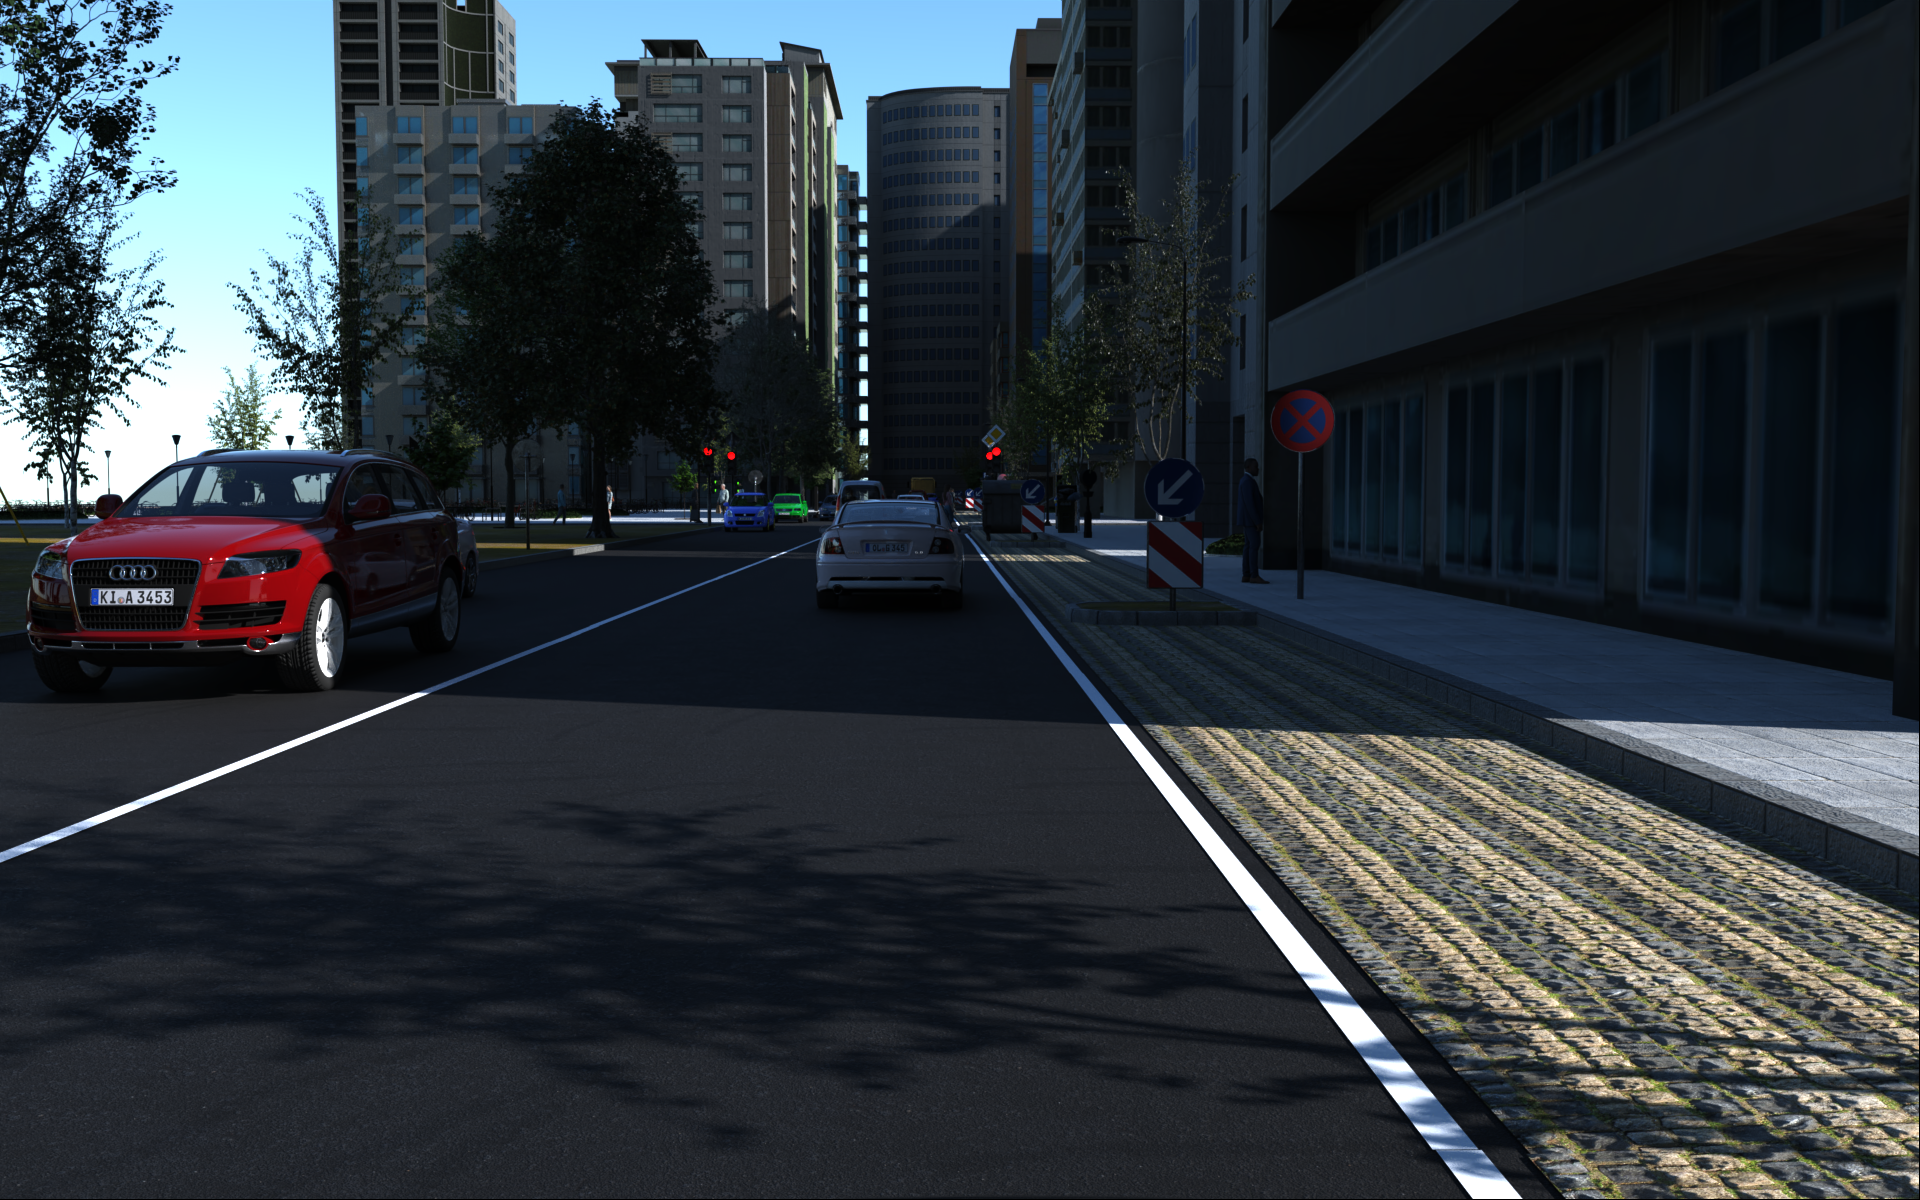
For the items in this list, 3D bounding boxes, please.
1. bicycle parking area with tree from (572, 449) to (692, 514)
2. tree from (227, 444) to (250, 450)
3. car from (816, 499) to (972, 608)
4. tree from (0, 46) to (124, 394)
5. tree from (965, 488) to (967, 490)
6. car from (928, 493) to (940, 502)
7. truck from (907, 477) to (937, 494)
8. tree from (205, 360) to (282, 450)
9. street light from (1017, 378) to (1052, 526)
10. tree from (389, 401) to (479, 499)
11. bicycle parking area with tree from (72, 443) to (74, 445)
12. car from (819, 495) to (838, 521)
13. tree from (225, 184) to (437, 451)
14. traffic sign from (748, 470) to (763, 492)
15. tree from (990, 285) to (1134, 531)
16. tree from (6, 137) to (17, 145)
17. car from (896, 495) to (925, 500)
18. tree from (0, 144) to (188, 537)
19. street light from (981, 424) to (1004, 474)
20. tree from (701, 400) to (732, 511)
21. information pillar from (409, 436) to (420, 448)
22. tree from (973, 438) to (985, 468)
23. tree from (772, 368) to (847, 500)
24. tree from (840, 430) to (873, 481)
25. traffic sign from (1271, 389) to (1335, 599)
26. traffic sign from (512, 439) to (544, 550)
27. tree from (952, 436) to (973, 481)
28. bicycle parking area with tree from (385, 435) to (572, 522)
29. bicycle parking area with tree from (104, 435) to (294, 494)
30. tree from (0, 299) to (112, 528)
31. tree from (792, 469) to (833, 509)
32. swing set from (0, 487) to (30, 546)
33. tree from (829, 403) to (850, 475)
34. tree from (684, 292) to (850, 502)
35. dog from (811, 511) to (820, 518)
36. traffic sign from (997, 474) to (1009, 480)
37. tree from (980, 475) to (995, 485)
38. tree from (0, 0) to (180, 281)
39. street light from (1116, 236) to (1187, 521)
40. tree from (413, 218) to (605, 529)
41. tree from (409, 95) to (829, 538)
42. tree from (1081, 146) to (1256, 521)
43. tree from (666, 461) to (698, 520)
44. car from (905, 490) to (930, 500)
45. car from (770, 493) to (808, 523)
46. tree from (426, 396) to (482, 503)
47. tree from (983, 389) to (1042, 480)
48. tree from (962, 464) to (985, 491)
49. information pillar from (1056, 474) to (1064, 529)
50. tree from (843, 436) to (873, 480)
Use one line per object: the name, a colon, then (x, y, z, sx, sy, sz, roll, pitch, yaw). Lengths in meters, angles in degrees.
bicycle parking area with tree: (-23.798, -7.784, 114.263, 9.016, 4.147, 8.231, 1, 4, 23)
tree: (-43.277, -7.355, 103.961, 4.285, 4.588, 4.351, 0, 3, 0)
car: (-0.878, -0.658, 23.114, 2.083, 1.381, 4.827, 0, 3, 0)
tree: (-18.631, -5.887, 30.663, 7.601, 10.594, 8.767, -1, 4, -19)
tree: (1.629, -14.108, 225.273, 1.663, 3.219, 1.824, 0, 3, 0)
car: (-3.182, -11.079, 190.730, 1.945, 1.707, 3.694, 0, 4, 0)
truck: (-4.303, -12.457, 199.603, 3.469, 3.379, 9.791, 0, 4, -3)
tree: (-39.530, -8.885, 95.627, 4.737, 8.622, 4.395, 0, 3, 0)
street light: (2.984, -5.931, 69.517, 1.470, 5.913, 1.316, 0, 4, -1)
tree: (-10.786, -2.542, 36.169, 1.663, 3.219, 1.824, 0, 3, 0)
bicycle parking area with tree: (-50.960, -6.621, 95.259, 9.016, 4.147, 8.231, 2, 4, 31)
car: (-6.570, -4.983, 93.468, 2.014, 1.417, 4.499, 0, 4, 1)
tree: (-14.478, -5.509, 40.441, 4.360, 8.622, 3.978, 0, 3, 0)
traffic sign: (-10.744, -5.562, 91.038, 0.768, 2.556, 0.104, 0, 4, 3)
tree: (3.879, -6.728, 60.371, 4.737, 8.622, 4.395, 0, 3, 0)
tree: (-13.873, -4.366, 21.753, 4.360, 8.622, 3.978, 0, 3, 0)
car: (-2.391, -4.335, 82.886, 2.014, 1.417, 4.499, 0, 4, -3)
tree: (-20.037, -5.437, 39.258, 4.360, 8.622, 3.978, 0, 3, 0)
street light: (2.289, -8.661, 114.152, 1.470, 5.913, 1.316, 0, 4, -1)
tree: (-17.890, -10.921, 128.915, 4.737, 8.622, 4.395, 0, 3, 0)
information pillar: (-21.842, -4.781, 69.519, 0.504, 3.616, 0.183, -1, 4, -12)
tree: (3.495, -8.742, 93.291, 4.737, 8.622, 4.395, 0, 3, 0)
tree: (-12.905, -13.429, 137.690, 7.486, 12.596, 7.792, 0, 3, 0)
tree: (-12.190, -15.179, 198.531, 4.737, 8.622, 4.395, 0, 3, 0)
traffic sign: (4.162, -1.284, 21.102, 0.768, 2.556, 0.104, 0, 4, 8)
traffic sign: (-9.977, -2.437, 39.945, 0.768, 2.556, 0.104, 1, 4, 8)
tree: (1.083, -16.410, 218.665, 4.737, 8.622, 4.395, 0, 3, 0)
bicycle parking area with tree: (-25.045, -5.924, 83.862, 8.231, 4.147, 9.016, 1, 4, 22)
bicycle parking area with tree: (-35.360, -5.947, 84.236, 8.231, 4.147, 9.016, 0, 4, 2)
tree: (-33.669, -6.997, 64.766, 4.737, 8.622, 4.395, 0, 3, 0)
tree: (-12.444, -10.016, 147.477, 4.285, 4.588, 4.351, 0, 3, 0)
swing set: (-24.585, -2.700, 41.767, 2.862, 2.851, 3.119, 0, 4, -1)
tree: (-12.183, -12.366, 119.193, 9.611, 12.733, 9.660, 0, 3, 0)
tree: (-11.805, -11.967, 106.032, 12.009, 13.543, 11.850, 0, 3, 0)
dog: (-8.592, -5.090, 103.408, 0.550, 0.427, 0.748, -1, 4, -21)
traffic sign: (2.667, -6.596, 107.949, 0.768, 2.556, 0.104, 0, 4, 2)
tree: (2.716, -9.178, 144.661, 1.663, 3.219, 1.824, 0, 3, 0)
tree: (-30.079, -12.037, 52.702, 12.611, 20.169, 13.585, 0, 3, 0)
street light: (3.521, -3.600, 31.398, 1.470, 5.913, 1.316, 0, 4, -1)
tree: (-16.755, -8.485, 64.481, 9.928, 11.665, 9.643, 0, 3, 0)
tree: (-10.589, -8.154, 50.327, 9.611, 12.733, 9.660, 0, 3, 0)
tree: (4.374, -5.337, 37.627, 4.360, 8.622, 3.978, 0, 3, 0)
tree: (-14.050, -5.678, 87.436, 1.663, 3.219, 1.824, 0, 3, 0)
car: (-3.922, -9.205, 159.171, 2.281, 1.827, 5.304, 0, 4, -1)
car: (-8.625, -4.774, 86.850, 1.959, 1.807, 4.718, 0, 4, -1)
tree: (-35.642, -10.549, 122.831, 4.737, 8.622, 4.395, 0, 3, 0)
tree: (3.503, -10.456, 121.316, 4.360, 8.622, 3.978, 0, 3, 0)
tree: (1.855, -12.463, 187.485, 4.285, 4.588, 4.351, 0, 3, 0)
information pillar: (3.706, -3.637, 63.964, 0.304, 2.012, 0.304, 1, 4, 15)
tree: (-12.585, -16.074, 213.169, 4.360, 8.622, 3.978, 0, 3, 0)
